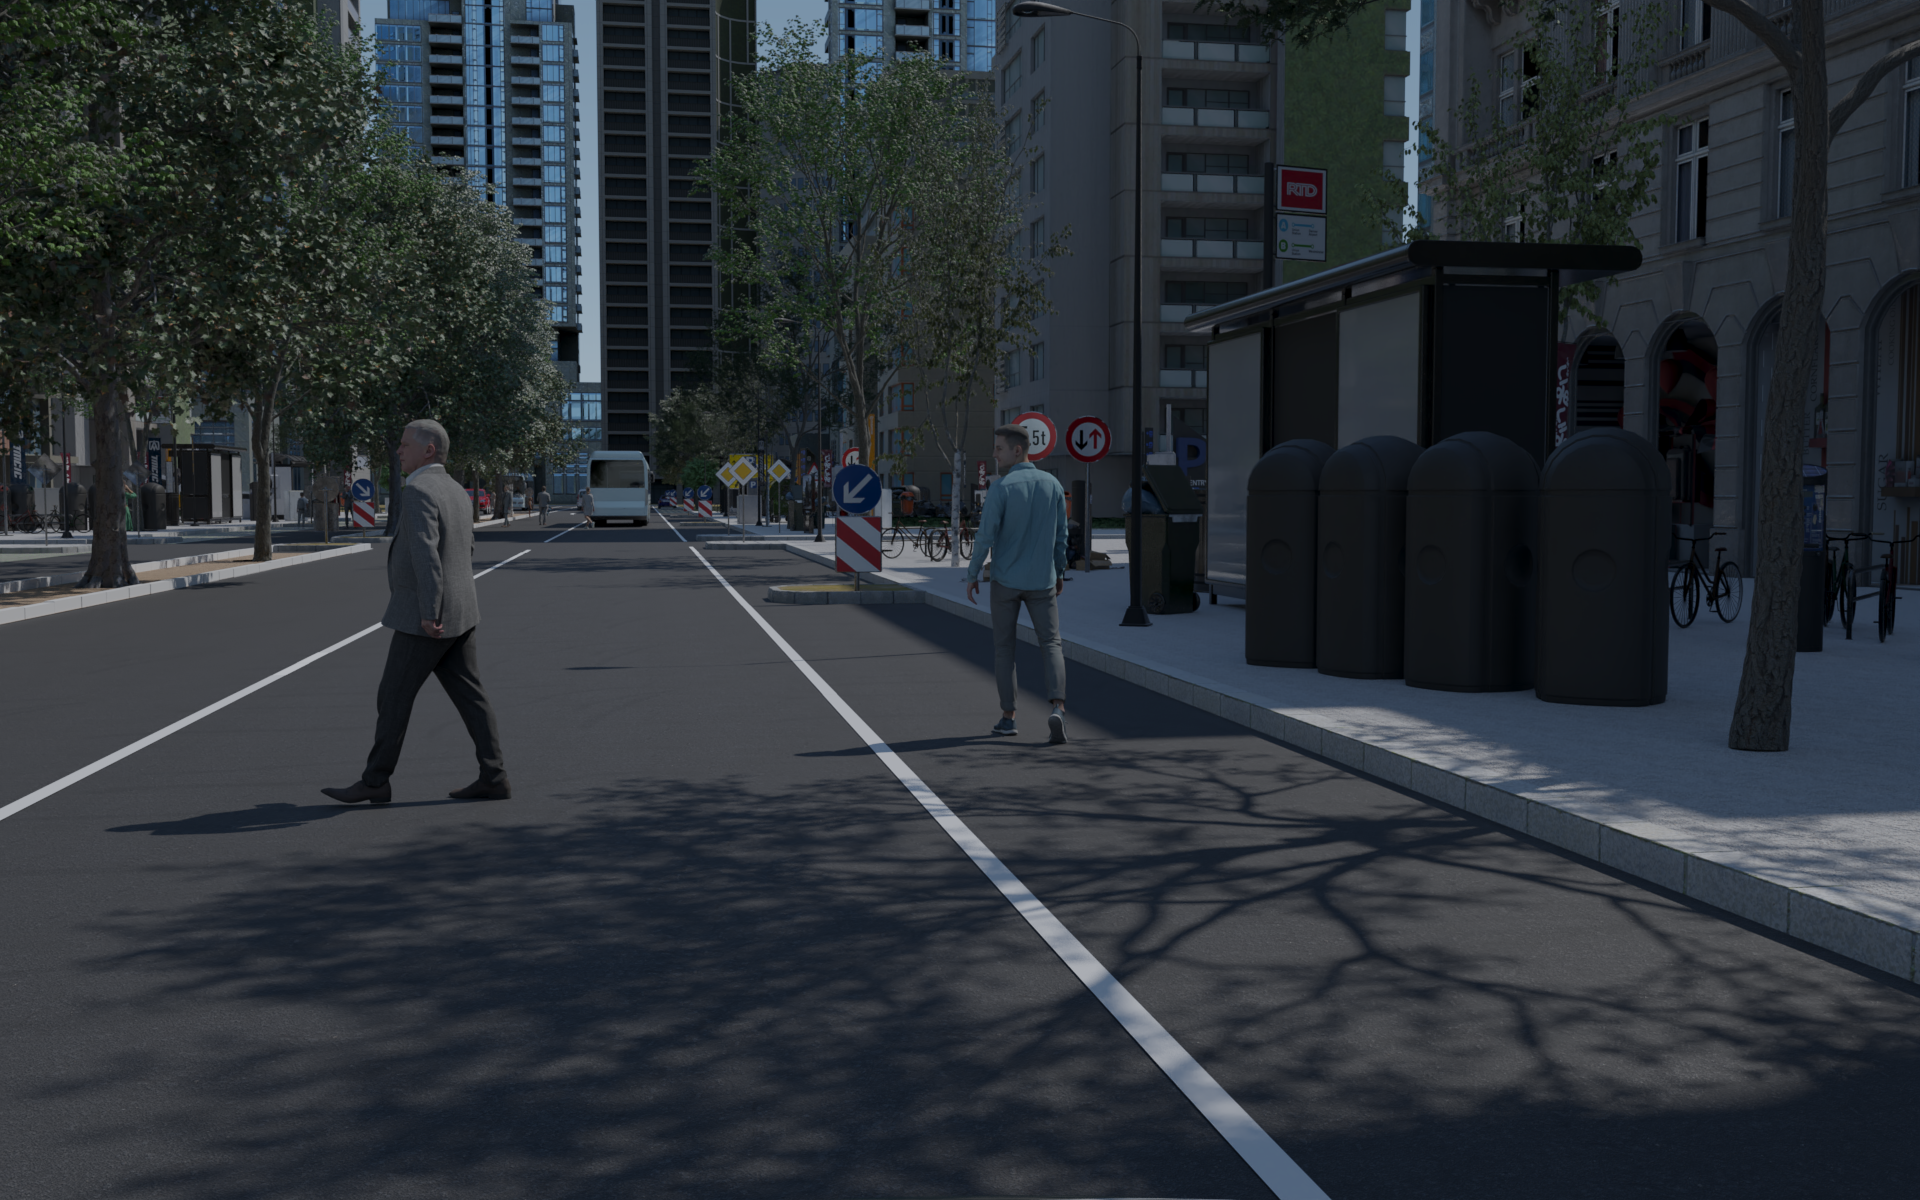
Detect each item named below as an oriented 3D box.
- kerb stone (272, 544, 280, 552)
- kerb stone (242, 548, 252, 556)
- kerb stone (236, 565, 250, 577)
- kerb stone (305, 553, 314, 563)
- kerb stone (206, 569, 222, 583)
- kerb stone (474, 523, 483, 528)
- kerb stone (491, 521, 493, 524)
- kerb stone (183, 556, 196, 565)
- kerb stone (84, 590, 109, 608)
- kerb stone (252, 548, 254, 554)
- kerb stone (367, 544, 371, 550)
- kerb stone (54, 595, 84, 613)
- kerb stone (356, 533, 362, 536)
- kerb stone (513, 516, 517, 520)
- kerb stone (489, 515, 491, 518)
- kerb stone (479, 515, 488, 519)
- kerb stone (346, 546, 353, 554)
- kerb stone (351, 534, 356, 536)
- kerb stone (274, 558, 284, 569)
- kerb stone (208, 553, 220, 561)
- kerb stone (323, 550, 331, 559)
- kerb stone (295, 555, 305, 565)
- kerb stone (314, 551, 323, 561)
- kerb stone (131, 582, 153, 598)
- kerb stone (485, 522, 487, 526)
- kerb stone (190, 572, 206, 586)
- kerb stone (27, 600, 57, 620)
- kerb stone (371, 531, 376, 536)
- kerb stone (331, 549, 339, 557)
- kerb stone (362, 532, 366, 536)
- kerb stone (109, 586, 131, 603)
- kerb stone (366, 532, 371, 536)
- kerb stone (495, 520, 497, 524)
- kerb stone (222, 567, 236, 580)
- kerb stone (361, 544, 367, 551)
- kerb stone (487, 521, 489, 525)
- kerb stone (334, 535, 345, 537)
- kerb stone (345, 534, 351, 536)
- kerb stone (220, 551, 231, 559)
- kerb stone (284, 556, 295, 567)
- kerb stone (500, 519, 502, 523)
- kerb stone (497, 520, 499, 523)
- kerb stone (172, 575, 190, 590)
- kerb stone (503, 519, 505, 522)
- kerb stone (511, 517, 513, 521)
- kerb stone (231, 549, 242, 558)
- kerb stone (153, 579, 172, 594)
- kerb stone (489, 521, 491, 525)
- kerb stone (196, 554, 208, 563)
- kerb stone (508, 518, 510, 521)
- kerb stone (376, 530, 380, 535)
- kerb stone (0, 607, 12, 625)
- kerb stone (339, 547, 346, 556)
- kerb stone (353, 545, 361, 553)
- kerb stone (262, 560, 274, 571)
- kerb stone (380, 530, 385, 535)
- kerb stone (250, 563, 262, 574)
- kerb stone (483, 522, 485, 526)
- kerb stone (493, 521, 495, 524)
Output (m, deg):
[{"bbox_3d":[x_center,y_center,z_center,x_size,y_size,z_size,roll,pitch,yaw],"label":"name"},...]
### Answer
[{"bbox_3d":[-17.299,-1.332,43.975,0.120,0.150,1.000,-1,4,-10],"label":"kerb stone"},{"bbox_3d":[-16.559,-1.085,39.928,0.120,0.150,1.000,-1,4,-10],"label":"kerb stone"},{"bbox_3d":[-12.645,-0.495,30.285,0.120,0.150,1.000,-1,4,-10],"label":"kerb stone"},{"bbox_3d":[-13.760,-0.864,36.325,0.120,0.150,1.000,-1,4,-10],"label":"kerb stone"},{"bbox_3d":[-12.273,-0.371,28.255,0.120,0.150,1.000,-1,4,-10],"label":"kerb stone"},{"bbox_3d":[-20.911,-3.228,75.175,0.120,0.150,1.000,-1,4,-10],"label":"kerb stone"},{"bbox_3d":[-21.842,-3.548,80.208,0.120,0.150,1.000,-1,4,-10],"label":"kerb stone"},{"bbox_3d":[-15.629,-0.776,34.878,0.120,0.150,1.000,-1,4,-10],"label":"kerb stone"},{"bbox_3d":[-11.158,0.002,22.200,0.120,0.150,1.000,-1,4,-10],"label":"kerb stone"},{"bbox_3d":[-16.752,-1.142,40.940,0.120,0.150,1.000,-1,4,-10],"label":"kerb stone"},{"bbox_3d":[-15.241,-1.356,44.373,0.120,0.150,1.000,-1,4,-10],"label":"kerb stone"},{"bbox_3d":[-10.978,0.061,21.194,0.120,0.150,1.000,-1,4,-10],"label":"kerb stone"},{"bbox_3d":[-19.442,-2.044,55.616,0.120,0.150,1.000,-1,4,-10],"label":"kerb stone"},{"bbox_3d":[-24.625,-4.472,95.329,0.120,0.150,1.000,-1,4,-10],"label":"kerb stone"},{"bbox_3d":[-28.169,-4.940,102.988,0.120,0.150,1.000,-1,4,-10],"label":"kerb stone"},{"bbox_3d":[-27.797,-4.815,100.978,0.120,0.150,1.000,-1,4,-10],"label":"kerb stone"},{"bbox_3d":[-14.691,-1.169,41.354,0.120,0.150,1.000,-1,4,-10],"label":"kerb stone"},{"bbox_3d":[-19.261,-1.974,54.605,0.120,0.150,1.000,-1,4,-10],"label":"kerb stone"},{"bbox_3d":[-13.209,-0.678,33.308,0.120,0.150,1.000,-1,4,-10],"label":"kerb stone"},{"bbox_3d":[-16.004,-0.899,36.894,0.120,0.150,1.000,-1,4,-10],"label":"kerb stone"},{"bbox_3d":[-14.126,-0.987,38.336,0.120,0.150,1.000,-1,4,-10],"label":"kerb stone"},{"bbox_3d":[-13.578,-0.801,35.319,0.120,0.150,1.000,-1,4,-10],"label":"kerb stone"},{"bbox_3d":[-13.945,-0.923,37.330,0.120,0.150,1.000,-1,4,-10],"label":"kerb stone"},{"bbox_3d":[-11.533,-0.124,24.225,0.120,0.150,1.000,-1,4,-10],"label":"kerb stone"},{"bbox_3d":[-21.289,-3.363,77.185,0.120,0.150,1.000,-1,4,-10],"label":"kerb stone"},{"bbox_3d":[-12.093,-0.305,27.247,0.120,0.150,1.000,-1,4,-10],"label":"kerb stone"},{"bbox_3d":[-10.787,0.134,20.191,0.120,0.150,1.000,-1,4,-10],"label":"kerb stone"},{"bbox_3d":[-20.006,-2.229,58.639,0.120,0.150,1.000,-1,4,-10],"label":"kerb stone"},{"bbox_3d":[-14.322,-1.049,39.343,0.120,0.150,1.000,-1,4,-10],"label":"kerb stone"},{"bbox_3d":[-19.637,-2.105,56.620,0.120,0.150,1.000,-1,4,-10],"label":"kerb stone"},{"bbox_3d":[-11.348,-0.059,23.209,0.120,0.150,1.000,-1,4,-10],"label":"kerb stone"},{"bbox_3d":[-19.823,-2.164,57.634,0.120,0.150,1.000,-1,4,-10],"label":"kerb stone"},{"bbox_3d":[-22.212,-3.666,82.220,0.120,0.150,1.000,-1,4,-10],"label":"kerb stone"},{"bbox_3d":[-12.464,-0.433,29.279,0.120,0.150,1.000,-1,4,-10],"label":"kerb stone"},{"bbox_3d":[-15.056,-1.294,43.365,0.120,0.150,1.000,-1,4,-10],"label":"kerb stone"},{"bbox_3d":[-21.467,-3.425,78.196,0.120,0.150,1.000,-1,4,-10],"label":"kerb stone"},{"bbox_3d":[-18.891,-1.859,52.593,0.120,0.150,1.000,-1,4,-10],"label":"kerb stone"},{"bbox_3d":[-19.074,-1.921,53.599,0.120,0.150,1.000,-1,4,-10],"label":"kerb stone"},{"bbox_3d":[-16.188,-0.956,37.903,0.120,0.150,1.000,-1,4,-10],"label":"kerb stone"},{"bbox_3d":[-13.396,-0.741,34.312,0.120,0.150,1.000,-1,4,-10],"label":"kerb stone"},{"bbox_3d":[-22.773,-3.856,85.238,0.120,0.150,1.000,-1,4,-10],"label":"kerb stone"},{"bbox_3d":[-22.395,-3.733,83.225,0.120,0.150,1.000,-1,4,-10],"label":"kerb stone"},{"bbox_3d":[-11.902,-0.248,26.243,0.120,0.150,1.000,-1,4,-10],"label":"kerb stone"},{"bbox_3d":[-23.130,-3.977,87.255,0.120,0.150,1.000,-1,4,-10],"label":"kerb stone"},{"bbox_3d":[-24.065,-4.289,92.313,0.120,0.150,1.000,-1,4,-10],"label":"kerb stone"},{"bbox_3d":[-16.375,-1.023,38.921,0.120,0.150,1.000,-1,4,-10],"label":"kerb stone"},{"bbox_3d":[-11.710,-0.181,25.233,0.120,0.150,1.000,-1,4,-10],"label":"kerb stone"},{"bbox_3d":[-21.660,-3.487,79.202,0.120,0.150,1.000,-1,4,-10],"label":"kerb stone"},{"bbox_3d":[-15.816,-0.837,35.889,0.120,0.150,1.000,-1,4,-10],"label":"kerb stone"},{"bbox_3d":[-23.700,-4.160,90.282,0.120,0.150,1.000,-1,4,-10],"label":"kerb stone"},{"bbox_3d":[-20.192,-2.290,59.645,0.120,0.150,1.000,-1,4,-10],"label":"kerb stone"},{"bbox_3d":[-10.602,0.184,19.185,0.120,0.150,1.000,-1,4,-10],"label":"kerb stone"},{"bbox_3d":[-14.505,-1.108,40.349,0.120,0.150,1.000,-1,4,-10],"label":"kerb stone"},{"bbox_3d":[-14.869,-1.233,42.361,0.120,0.150,1.000,-1,4,-10],"label":"kerb stone"},{"bbox_3d":[-13.019,-0.607,32.304,0.120,0.150,1.000,-1,4,-10],"label":"kerb stone"},{"bbox_3d":[-20.370,-2.351,60.658,0.120,0.150,1.000,-1,4,-10],"label":"kerb stone"},{"bbox_3d":[-12.831,-0.555,31.290,0.120,0.150,1.000,-1,4,-10],"label":"kerb stone"},{"bbox_3d":[-21.103,-3.295,76.180,0.120,0.150,1.000,-1,4,-10],"label":"kerb stone"},{"bbox_3d":[-22.034,-3.610,81.213,0.120,0.150,1.000,-1,4,-10],"label":"kerb stone"}]
